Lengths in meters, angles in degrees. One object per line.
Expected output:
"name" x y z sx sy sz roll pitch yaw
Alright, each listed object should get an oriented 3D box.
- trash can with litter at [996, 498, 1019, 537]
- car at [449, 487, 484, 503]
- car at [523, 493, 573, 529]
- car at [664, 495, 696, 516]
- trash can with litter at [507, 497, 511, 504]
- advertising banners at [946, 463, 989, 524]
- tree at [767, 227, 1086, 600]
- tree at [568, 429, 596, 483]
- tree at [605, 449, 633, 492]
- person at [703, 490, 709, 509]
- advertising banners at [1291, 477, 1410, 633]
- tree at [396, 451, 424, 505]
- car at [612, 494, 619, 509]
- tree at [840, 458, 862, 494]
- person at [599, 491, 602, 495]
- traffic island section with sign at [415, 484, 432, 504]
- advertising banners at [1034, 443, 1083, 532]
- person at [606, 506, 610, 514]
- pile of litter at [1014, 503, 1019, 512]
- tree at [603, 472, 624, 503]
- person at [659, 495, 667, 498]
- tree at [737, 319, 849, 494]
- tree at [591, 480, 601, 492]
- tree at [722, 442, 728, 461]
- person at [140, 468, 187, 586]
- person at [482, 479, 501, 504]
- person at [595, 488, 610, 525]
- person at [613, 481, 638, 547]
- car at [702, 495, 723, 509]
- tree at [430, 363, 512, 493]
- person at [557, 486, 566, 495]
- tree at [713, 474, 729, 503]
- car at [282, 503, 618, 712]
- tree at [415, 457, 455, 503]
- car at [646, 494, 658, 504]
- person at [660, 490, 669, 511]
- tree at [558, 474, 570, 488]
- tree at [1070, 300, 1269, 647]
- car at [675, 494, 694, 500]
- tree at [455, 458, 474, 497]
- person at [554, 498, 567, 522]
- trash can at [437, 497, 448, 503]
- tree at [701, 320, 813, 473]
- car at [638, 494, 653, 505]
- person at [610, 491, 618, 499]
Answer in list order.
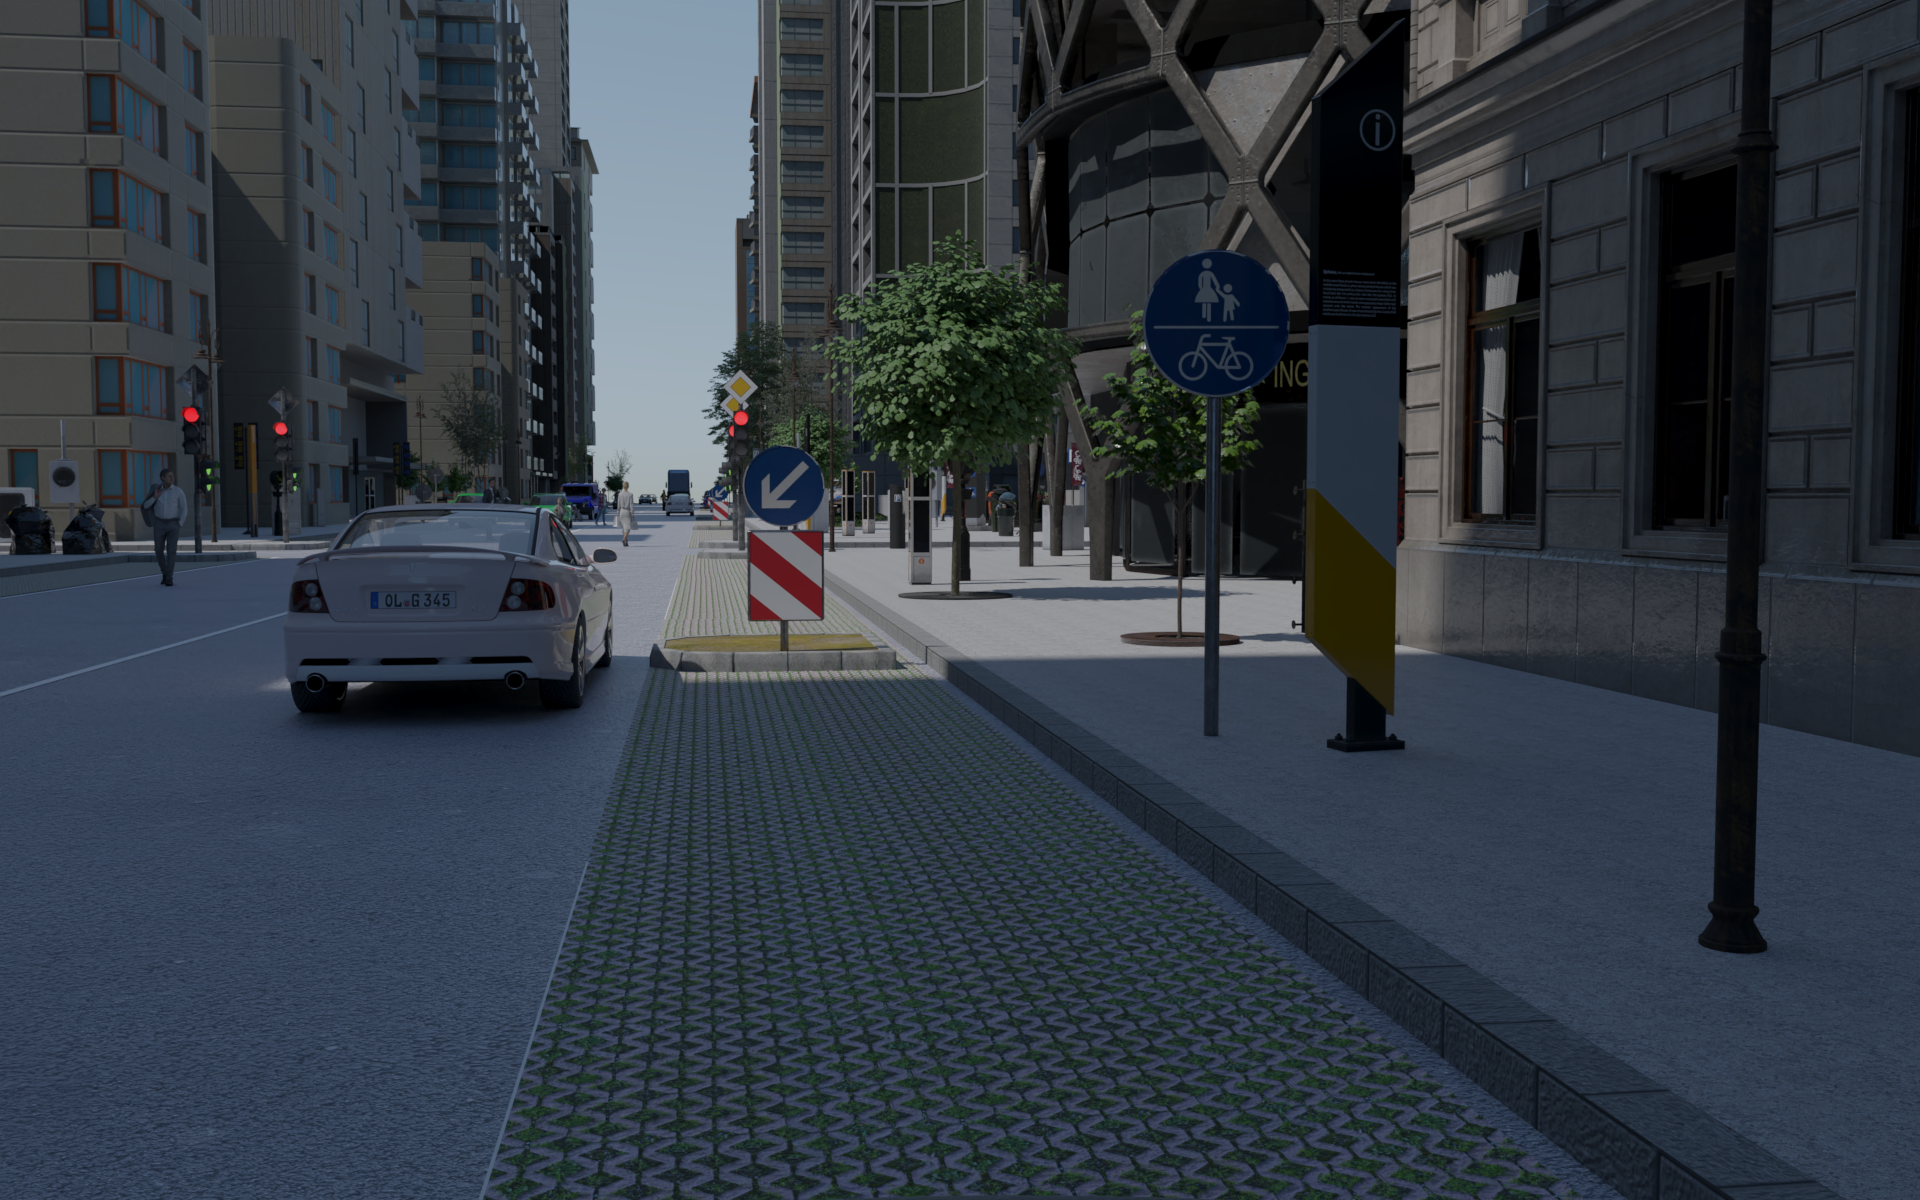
"trash can with litter" 1.630 -2.512 52.459 1.055 1.170 0.624 0 4 -4
"car" -22.600 -4.375 80.329 1.959 1.807 4.718 0 4 -8
"car" -16.955 -3.830 71.417 1.959 1.807 4.718 -1 4 -10
"car" -18.560 -6.265 114.787 2.083 1.381 4.827 -1 4 -9
"trash can with litter" -31.032 -6.610 119.462 1.055 1.170 0.624 0 4 8
"advertising banners" 0.326 -4.837 75.270 2.074 3.025 0.090 0 4 4
"tree" -0.137 -2.309 21.471 4.285 4.588 4.351 0 3 0
"tree" -43.175 -14.997 195.555 4.737 8.622 4.395 0 3 0
"tree" -54.352 -19.969 276.851 4.360 8.622 3.978 0 3 0
"person" -24.366 -9.683 166.827 0.705 1.822 1.348 3 4 37
"advertising banners" 4.077 -1.220 16.135 2.074 3.025 0.090 -1 4 -14
"tree" -36.131 -7.834 111.798 4.285 4.588 4.351 0 3 0
"car" -31.921 -9.428 163.929 2.009 1.686 4.222 0 4 -7
"tree" -5.683 -6.007 92.822 1.663 3.219 1.824 0 3 0
"person" -38.592 -10.853 186.043 1.348 1.812 0.705 0 4 6
"traffic island section with sign" -21.054 -3.629 67.956 1.989 1.847 2.006 -1 4 -8
"advertising banners" 3.296 -3.833 58.854 2.074 3.025 0.090 -1 4 -15
"person" -24.330 -6.340 117.656 1.012 1.151 0.738 0 4 1
"pile of litter" 2.803 -5.073 96.909 1.719 0.858 1.176 -1 4 -14
"tree" -51.372 -16.743 257.466 4.285 4.588 4.351 0 3 0
"person" -41.438 -14.285 242.189 1.348 1.807 0.705 2 4 26
"tree" -6.818 -7.548 73.765 4.360 8.622 3.978 0 3 0
"tree" -44.073 -13.175 210.017 1.663 3.219 1.824 0 3 0
"tree" -26.121 -15.608 205.556 4.360 8.622 3.978 0 3 0
"person" -12.488 -1.136 27.182 0.679 1.850 0.850 -1 4 -17
"person" -14.508 -2.804 53.715 0.474 1.900 0.648 0 4 1
"person" -16.488 -4.313 79.850 0.643 1.720 0.563 2 4 30
"person" -9.127 -2.341 47.126 0.694 1.780 0.624 2 4 30
"car" -22.501 -8.860 157.439 1.945 1.354 3.894 0 4 -8
"tree" -27.918 -9.064 98.561 4.360 8.622 3.978 0 3 0
"person" -17.981 -4.236 77.856 0.616 1.811 0.778 -2 4 -24
"tree" -35.506 -16.955 260.924 4.285 4.588 4.351 0 3 0
"car" -3.628 -0.030 12.845 2.083 1.381 4.827 0 4 -7
"tree" -27.680 -5.878 90.698 1.663 3.219 1.824 0 3 0
"car" -47.070 -15.532 264.174 2.015 1.641 3.980 0 4 -7
"person" -25.295 -8.535 148.135 0.705 1.812 1.348 1 4 23
"tree" -38.078 -10.564 167.323 1.663 3.219 1.824 0 3 0
"tree" 1.773 -1.241 14.898 1.663 3.219 1.824 0 3 0
"car" -24.515 -8.605 152.487 2.131 1.459 4.920 0 4 -7
"tree" -27.194 -6.048 93.484 1.663 3.219 1.824 0 3 0
"person" -14.044 -2.943 60.893 0.640 1.303 0.475 3 5 41
"trash can" -29.220 -5.259 97.642 0.748 1.137 0.748 0 3 0
"tree" -13.193 -11.942 113.384 7.486 12.596 7.792 0 3 0
"car" -43.428 -14.021 239.035 2.009 1.686 4.222 0 4 -7
"person" -36.928 -10.835 185.784 0.705 1.807 1.348 3 5 42
